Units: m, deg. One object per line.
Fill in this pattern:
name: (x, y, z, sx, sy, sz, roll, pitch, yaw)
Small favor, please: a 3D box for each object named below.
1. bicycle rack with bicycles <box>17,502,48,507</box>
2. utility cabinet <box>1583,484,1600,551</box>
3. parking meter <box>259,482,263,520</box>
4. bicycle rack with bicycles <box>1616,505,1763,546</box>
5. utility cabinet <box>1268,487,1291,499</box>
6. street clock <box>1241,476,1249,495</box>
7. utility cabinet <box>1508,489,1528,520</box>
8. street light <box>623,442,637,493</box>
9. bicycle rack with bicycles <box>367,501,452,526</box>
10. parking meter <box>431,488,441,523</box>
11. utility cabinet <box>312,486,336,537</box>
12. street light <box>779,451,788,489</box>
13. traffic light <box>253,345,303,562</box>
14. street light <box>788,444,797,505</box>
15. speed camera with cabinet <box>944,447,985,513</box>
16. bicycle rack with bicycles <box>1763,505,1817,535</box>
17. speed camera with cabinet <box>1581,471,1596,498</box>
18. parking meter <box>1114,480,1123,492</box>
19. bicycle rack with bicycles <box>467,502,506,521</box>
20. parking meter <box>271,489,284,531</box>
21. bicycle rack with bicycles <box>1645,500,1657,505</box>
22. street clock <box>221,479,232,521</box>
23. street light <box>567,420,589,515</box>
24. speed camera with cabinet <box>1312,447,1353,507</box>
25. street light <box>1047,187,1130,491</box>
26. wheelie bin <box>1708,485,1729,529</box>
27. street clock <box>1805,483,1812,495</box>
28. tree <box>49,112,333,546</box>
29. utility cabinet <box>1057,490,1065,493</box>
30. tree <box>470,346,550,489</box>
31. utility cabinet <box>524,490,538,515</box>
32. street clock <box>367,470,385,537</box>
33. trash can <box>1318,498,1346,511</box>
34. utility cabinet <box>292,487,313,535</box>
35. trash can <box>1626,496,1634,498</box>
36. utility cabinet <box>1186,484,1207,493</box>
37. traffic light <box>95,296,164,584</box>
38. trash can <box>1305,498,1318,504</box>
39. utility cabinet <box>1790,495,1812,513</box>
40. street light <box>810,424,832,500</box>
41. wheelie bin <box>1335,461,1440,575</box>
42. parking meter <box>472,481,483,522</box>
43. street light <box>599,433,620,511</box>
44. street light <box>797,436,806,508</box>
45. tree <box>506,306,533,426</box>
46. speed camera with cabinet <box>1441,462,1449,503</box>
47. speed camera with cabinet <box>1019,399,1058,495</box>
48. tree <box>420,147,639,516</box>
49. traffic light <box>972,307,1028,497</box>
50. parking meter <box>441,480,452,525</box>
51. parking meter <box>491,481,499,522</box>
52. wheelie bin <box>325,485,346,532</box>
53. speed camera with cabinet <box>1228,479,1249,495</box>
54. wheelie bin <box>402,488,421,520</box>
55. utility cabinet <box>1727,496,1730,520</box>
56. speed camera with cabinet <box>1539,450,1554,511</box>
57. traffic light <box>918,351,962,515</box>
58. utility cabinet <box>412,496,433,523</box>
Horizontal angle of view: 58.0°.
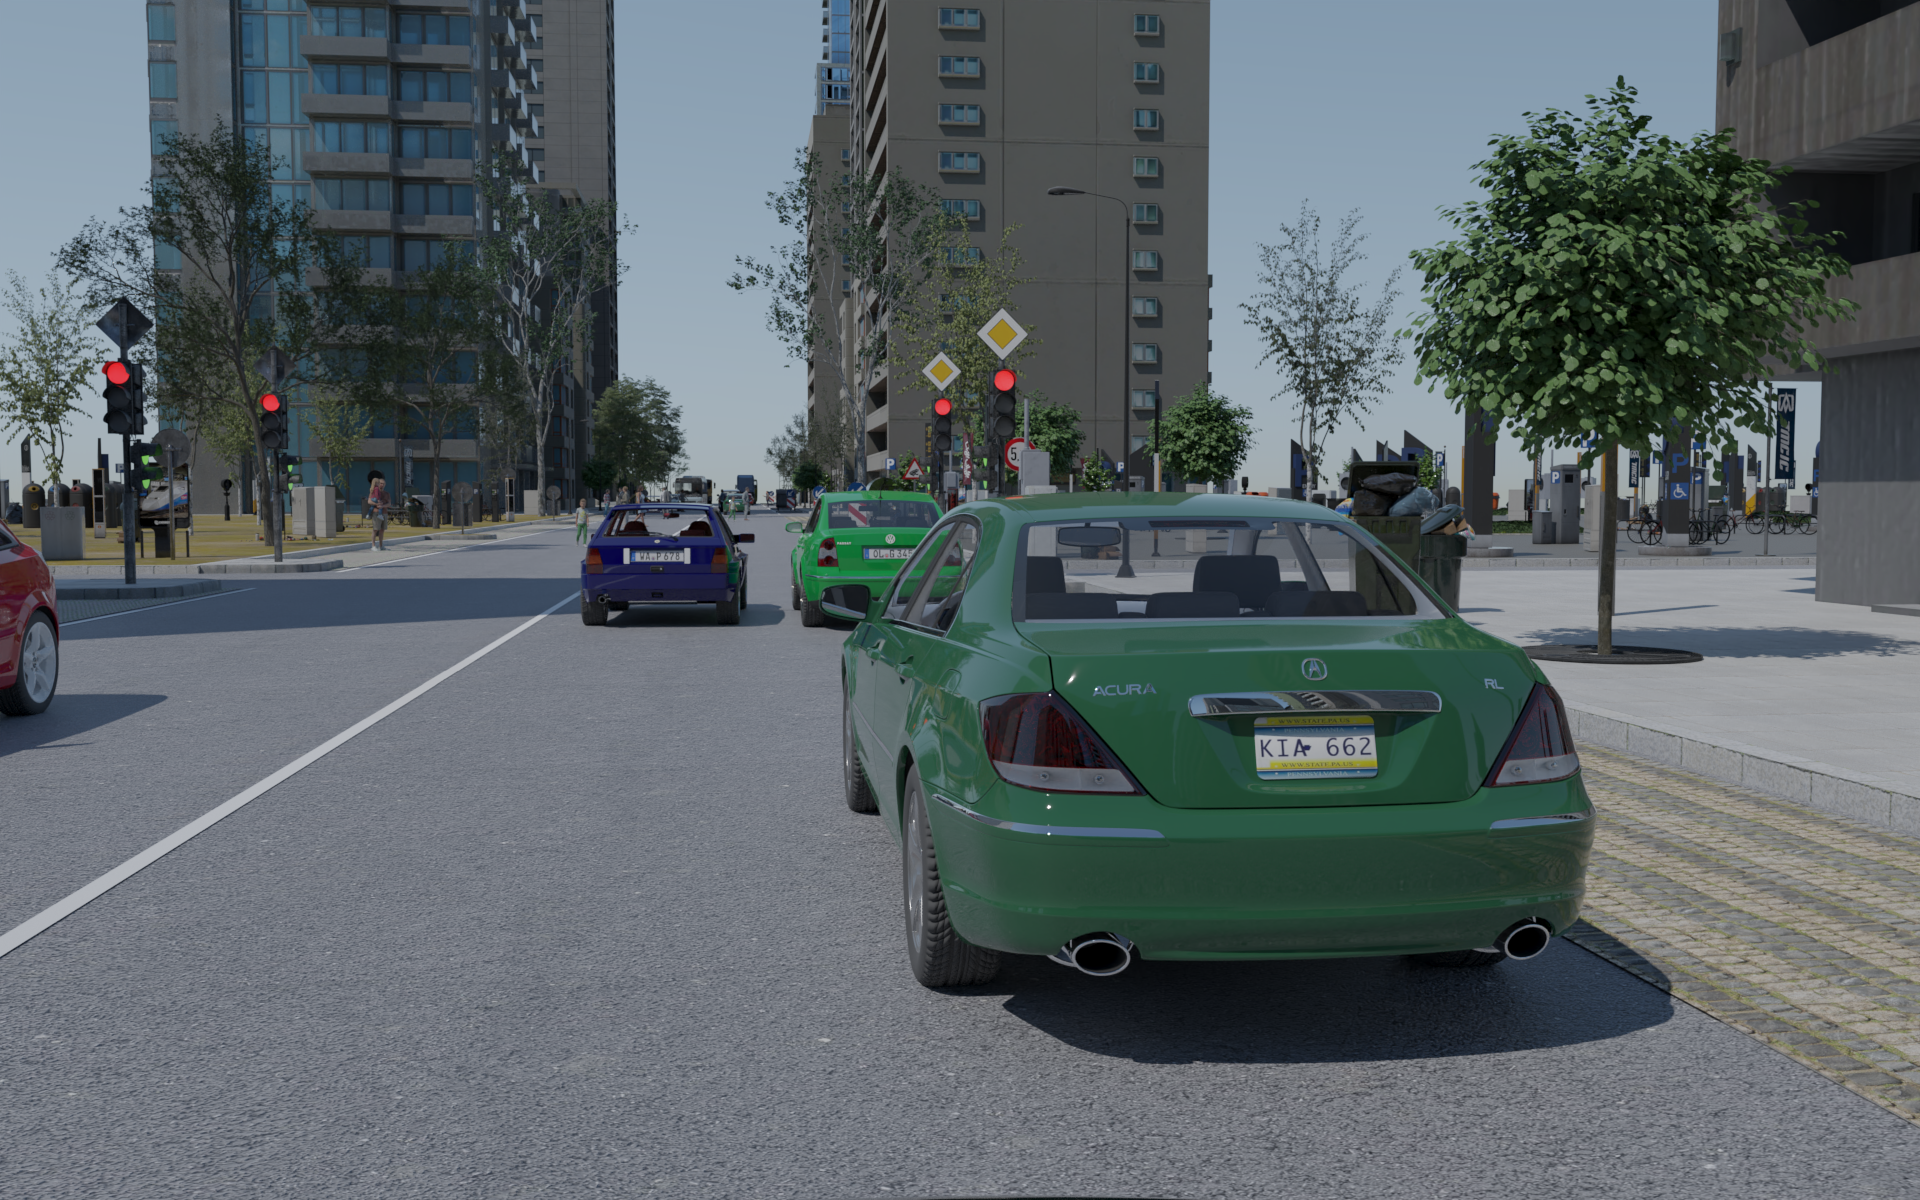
bicycle rack with bicycles: (-42.755, -4.121, 80.761, 2.852, 0.926, 2.925, 0, 4, 2)
utility cabinet: (14.171, -1.837, 38.714, 0.318, 1.500, 1.173, 1, 4, 12)
parking meter: (-34.331, -4.852, 85.039, 0.255, 1.863, 0.399, 0, 4, 3)
bicycle rack with bicycles: (18.242, -1.885, 44.206, 2.925, 0.926, 2.852, 0, 4, -5)
utility cabinet: (10.042, -2.793, 54.339, 0.318, 1.500, 1.173, 2, 4, 33)
street clock: (11.714, -4.077, 71.226, 0.358, 2.002, 0.471, 1, 4, 19)
utility cabinet: (26.735, -4.513, 82.468, 1.173, 1.500, 0.318, 1, 4, 21)
street light: (-29.821, -11.135, 154.597, 1.470, 5.913, 1.316, 0, 4, -7)
bicycle rack with bicycles: (-22.860, -3.534, 71.168, 2.925, 0.926, 2.852, 1, 4, 20)
parking meter: (-22.908, -4.118, 75.735, 0.372, 1.533, 0.369, 0, 3, 0)
utility cabinet: (-18.665, -2.586, 50.962, 0.318, 1.500, 1.173, -2, 4, -34)
street light: (-19.506, -13.741, 197.208, 1.470, 5.913, 1.316, 0, 4, -7)
traffic light: (-12.848, -2.670, 32.583, 0.839, 4.253, 0.868, 0, 4, -7)
street light: (-15.079, -11.575, 161.793, 1.470, 5.913, 1.316, 0, 4, -7)
speed camera with cabinet: (0.236, -4.777, 72.442, 2.038, 3.252, 0.660, -1, 4, -15)
bicycle rack with bicycles: (26.192, -2.571, 55.421, 2.852, 0.926, 2.925, -2, 4, -30)
speed camera with cabinet: (33.173, -6.055, 93.337, 2.038, 3.252, 0.660, 3, 5, 41)
parking meter: (6.659, -4.080, 72.419, 0.399, 1.863, 0.255, 1, 4, 18)
bicycle rack with bicycles: (-22.785, -4.184, 81.784, 2.925, 0.926, 2.852, -1, 4, -15)
parking meter: (-23.637, -3.155, 59.991, 0.372, 1.533, 0.369, 0, 3, 0)
bicycle rack with bicycles: (45.048, -6.005, 111.567, 2.925, 0.926, 2.852, 1, 4, 15)
street clock: (-35.142, -4.798, 83.020, 0.358, 2.002, 0.471, 2, 4, 32)
street light: (-23.875, -8.306, 108.349, 1.470, 5.913, 1.316, 0, 4, -7)
speed camera with cabinet: (15.715, -4.790, 72.650, 2.038, 3.252, 0.660, 3, 5, 40)
street light: (2.014, -3.295, 26.408, 1.470, 5.913, 1.316, 0, 4, -7)
wheelie bin: (27.496, -3.369, 62.984, 0.693, 1.594, 0.980, -3, 5, -43)
street clock: (56.635, -6.790, 115.583, 0.358, 2.002, 0.471, -1, 4, -21)
tree: (-17.208, -6.612, 42.516, 7.601, 10.594, 8.767, 3, 4, 38)
utility cabinet: (6.008, -5.841, 104.183, 0.318, 1.500, 1.173, 1, 4, 21)
tree: (-22.440, -8.327, 86.514, 4.360, 8.622, 3.978, 0, 3, 0)
utility cabinet: (-25.789, -5.889, 104.965, 1.173, 1.500, 0.318, 0, 4, 3)
street clock: (-17.589, -2.915, 52.223, 0.471, 2.002, 0.358, 0, 4, -4)
trash can: (13.101, -2.978, 60.341, 0.748, 1.137, 0.748, 0, 3, 0)
utility cabinet: (-20.458, -2.770, 53.973, 0.318, 1.500, 1.173, -3, 5, -41)
trash can: (44.879, -6.371, 115.823, 0.748, 1.137, 0.748, 0, 3, 0)
utility cabinet: (5.177, -1.786, 37.888, 0.318, 1.500, 1.173, 0, 3, 0)
traffic light: (-11.848, -2.186, 24.661, 0.839, 4.253, 0.868, 0, 4, -7)
trash can: (13.267, -3.249, 64.773, 0.748, 1.137, 0.748, 0, 3, 0)
utility cabinet: (39.533, -4.292, 81.343, 0.306, 1.237, 1.020, -2, 4, -30)
street light: (-9.107, -8.725, 115.198, 1.470, 5.913, 1.316, 0, 4, -7)
wheelie bin: (4.078, -0.528, 16.539, 0.980, 1.594, 0.693, 0, 4, 5)
parking meter: (-21.852, -4.450, 78.465, 0.399, 1.863, 0.255, 1, 4, 13)
street light: (-26.777, -9.725, 131.550, 1.470, 5.913, 1.316, 0, 4, -7)
street light: (-12.064, -10.150, 138.494, 1.470, 5.913, 1.316, 0, 4, -7)
tree: (-19.141, -7.927, 64.020, 8.767, 10.594, 7.601, 3, 5, 40)
speed camera with cabinet: (30.116, -6.962, 108.167, 0.660, 3.252, 2.038, 1, 4, 12)
speed camera with cabinet: (1.612, -2.513, 35.431, 0.660, 3.252, 2.038, 0, 4, -3)
tree: (-25.136, -14.787, 97.648, 12.611, 20.169, 13.585, 0, 3, 0)
traffic light: (0.613, -2.283, 26.245, 0.839, 4.253, 0.868, 0, 4, -7)
parking meter: (-21.647, -4.115, 72.986, 0.255, 1.863, 0.399, 1, 4, 18)
parking meter: (-21.167, -4.475, 78.869, 0.255, 1.863, 0.399, 0, 4, 0)
wheelie bin: (-21.212, -3.090, 58.423, 0.693, 1.594, 0.980, 1, 4, 13)
speed camera with cabinet: (16.859, -6.790, 105.345, 0.660, 3.252, 2.038, -2, 4, -23)
wheelie bin: (-26.732, -4.683, 84.468, 0.980, 1.594, 0.693, -3, 4, -36)
utility cabinet: (33.123, -3.933, 75.473, 1.020, 1.237, 0.306, -3, 4, -36)
speed camera with cabinet: (26.027, -5.084, 77.452, 0.660, 3.252, 2.038, 0, 4, -1)
traffic light: (-0.387, -2.767, 34.167, 0.839, 4.253, 0.868, 0, 4, -7)
utility cabinet: (-23.555, -3.965, 75.987, 0.306, 1.237, 1.020, 2, 4, 24)
